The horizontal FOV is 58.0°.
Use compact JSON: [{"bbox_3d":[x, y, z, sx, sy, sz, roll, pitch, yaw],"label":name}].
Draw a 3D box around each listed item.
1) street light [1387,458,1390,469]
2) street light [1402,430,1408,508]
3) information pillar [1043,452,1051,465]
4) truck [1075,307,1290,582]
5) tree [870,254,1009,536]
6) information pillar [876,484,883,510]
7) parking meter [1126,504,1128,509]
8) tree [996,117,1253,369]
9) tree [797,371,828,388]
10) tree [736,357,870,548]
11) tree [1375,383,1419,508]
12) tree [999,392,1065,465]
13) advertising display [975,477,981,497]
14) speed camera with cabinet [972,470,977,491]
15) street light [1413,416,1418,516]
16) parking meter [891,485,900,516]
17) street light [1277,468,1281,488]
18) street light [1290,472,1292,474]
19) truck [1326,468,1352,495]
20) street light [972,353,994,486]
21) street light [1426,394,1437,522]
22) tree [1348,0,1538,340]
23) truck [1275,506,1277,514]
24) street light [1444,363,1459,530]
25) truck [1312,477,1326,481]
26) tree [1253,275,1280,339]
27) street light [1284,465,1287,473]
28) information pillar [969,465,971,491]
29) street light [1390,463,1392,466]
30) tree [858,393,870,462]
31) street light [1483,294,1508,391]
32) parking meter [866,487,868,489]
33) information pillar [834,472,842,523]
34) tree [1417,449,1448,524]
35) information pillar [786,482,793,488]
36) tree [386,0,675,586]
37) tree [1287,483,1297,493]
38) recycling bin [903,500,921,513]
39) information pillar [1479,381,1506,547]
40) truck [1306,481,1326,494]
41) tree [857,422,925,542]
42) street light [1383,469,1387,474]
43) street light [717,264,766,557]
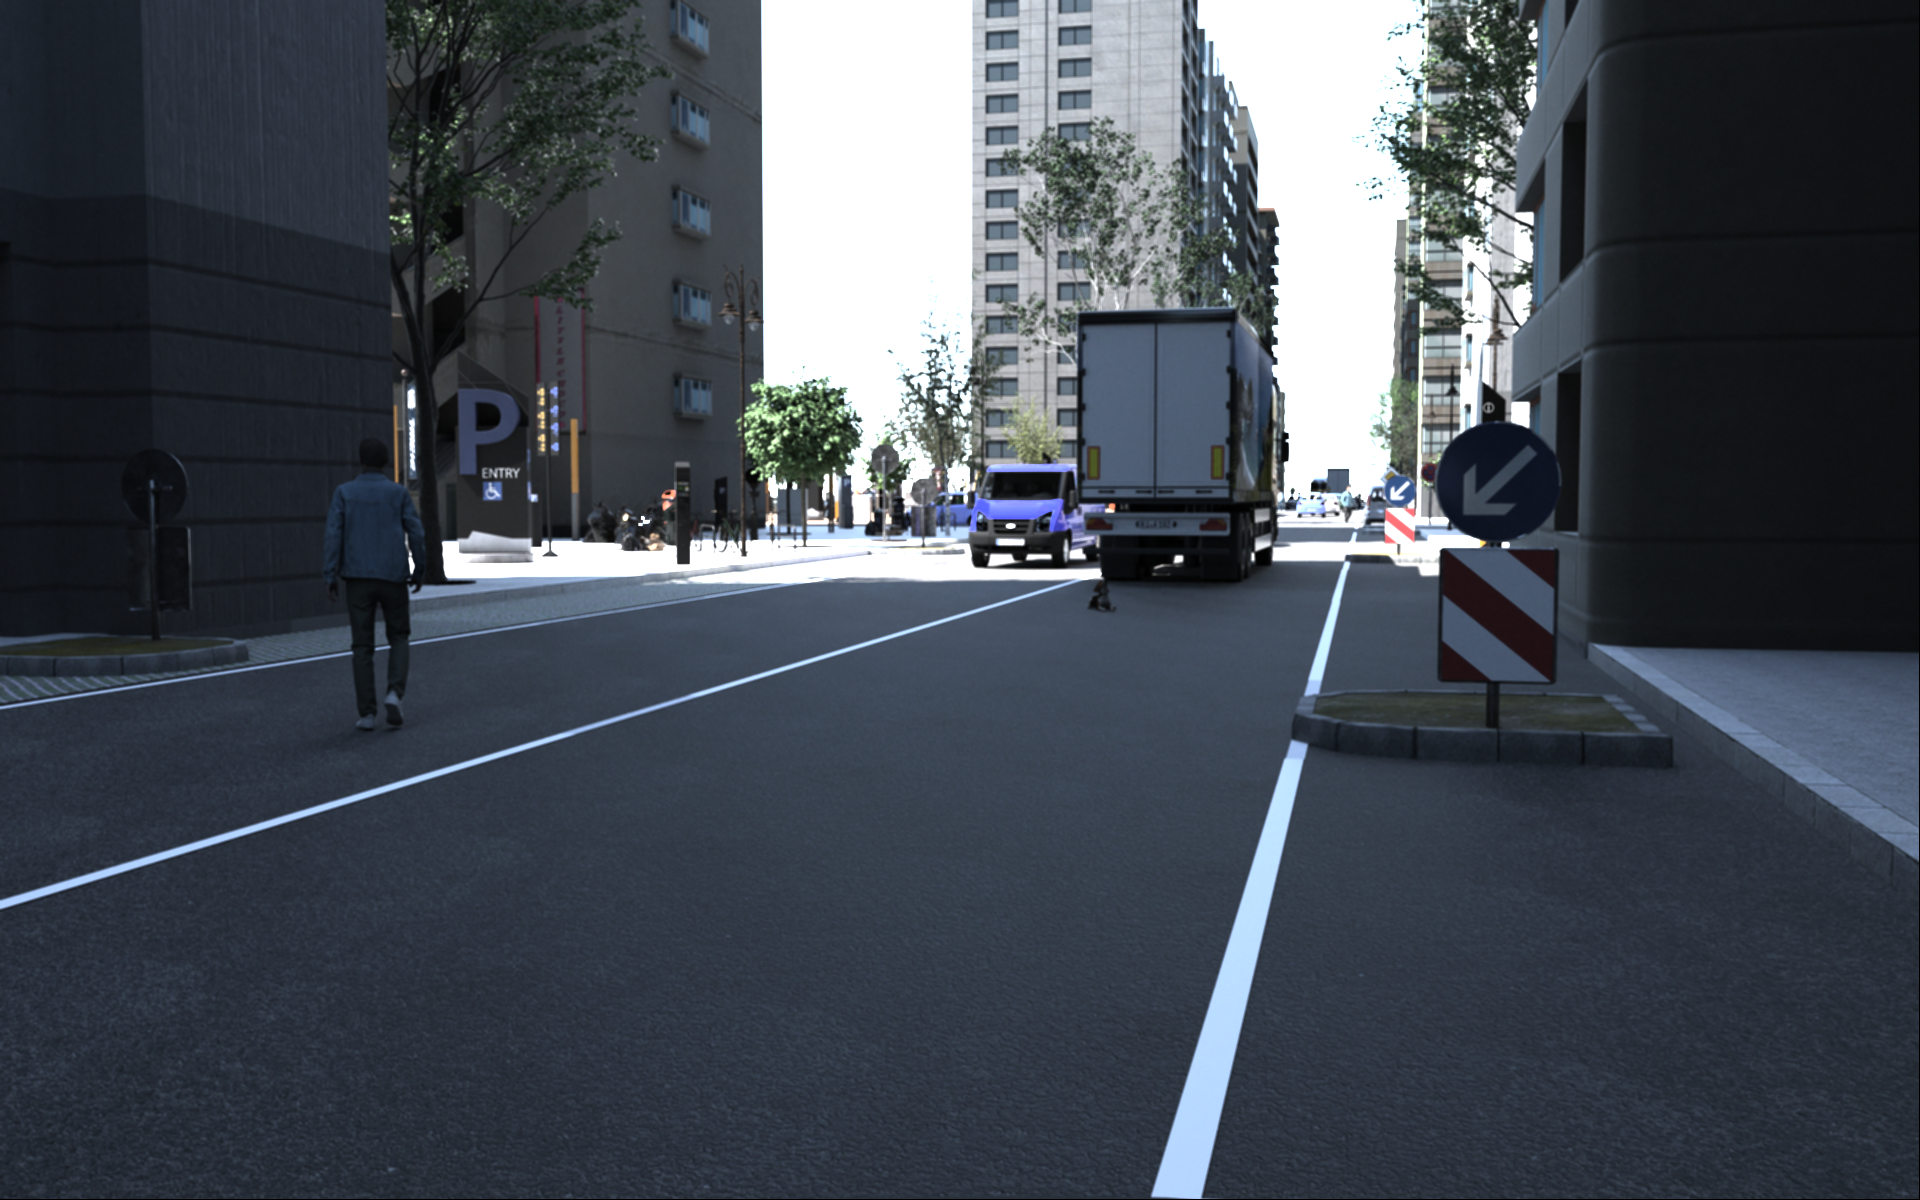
[{"bbox_3d":[48.937,-13.668,196.252,0.468,5.910,1.993,1,4,13],"label":"street light"},{"bbox_3d":[31.399,-9.111,121.752,0.468,5.910,1.993,1,4,13],"label":"street light"},{"bbox_3d":[4.710,-6.290,94.200,0.504,3.616,0.183,1,4,8],"label":"information pillar"},{"bbox_3d":[4.324,-2.617,31.705,2.839,4.237,11.283,1,4,14],"label":"truck"},{"bbox_3d":[-0.388,-6.276,52.969,4.360,8.622,3.978,0,3,0],"label":"tree"},{"bbox_3d":[-3.946,-4.932,85.127,0.304,2.012,0.304,-2,4,-27],"label":"information pillar"},{"bbox_3d":[14.300,-8.687,147.738,0.255,1.863,0.399,1,4,17],"label":"parking meter"},{"bbox_3d":[7.758,-14.021,85.133,12.611,20.169,13.585,0,3,0],"label":"tree"},{"bbox_3d":[-8.745,-9.340,103.063,4.737,8.622,4.395,0,3,0],"label":"tree"},{"bbox_3d":[-3.762,-3.548,41.719,4.285,4.588,4.351,0,3,0],"label":"tree"},{"bbox_3d":[28.918,-9.837,111.202,4.360,8.622,3.978,0,3,0],"label":"tree"},{"bbox_3d":[4.903,-10.679,124.960,4.737,8.622,4.395,0,3,0],"label":"tree"},{"bbox_3d":[1.151,-4.246,74.629,0.974,1.923,0.123,0,4,7],"label":"advertising display"},{"bbox_3d":[1.989,-8.868,139.326,2.038,3.252,0.660,0,4,3],"label":"speed camera with cabinet"},{"bbox_3d":[26.526,-7.821,100.653,0.468,5.910,1.993,1,4,13],"label":"street light"},{"bbox_3d":[-3.022,-4.610,81.092,0.399,1.863,0.255,1,4,18],"label":"parking meter"},{"bbox_3d":[46.120,-16.984,250.480,0.468,5.910,1.993,1,4,13],"label":"street light"},{"bbox_3d":[55.793,-19.524,292.009,0.468,5.910,1.993,1,4,13],"label":"street light"},{"bbox_3d":[41.495,-12.287,189.808,2.839,4.237,11.283,1,4,13],"label":"truck"},{"bbox_3d":[0.742,-5.141,56.849,0.468,5.910,1.993,1,4,13],"label":"street light"},{"bbox_3d":[21.669,-6.541,79.727,0.468,5.910,1.993,1,4,13],"label":"street light"},{"bbox_3d":[9.985,-6.269,28.246,9.928,11.665,9.643,0,3,0],"label":"tree"},{"bbox_3d":[19.728,-7.698,115.618,2.967,4.110,18.799,1,4,12],"label":"truck"},{"bbox_3d":[17.423,-5.423,61.460,0.468,5.910,1.993,1,4,13],"label":"street light"},{"bbox_3d":[57.516,-17.488,275.681,2.967,4.110,18.799,1,4,13],"label":"truck"},{"bbox_3d":[17.731,-17.115,135.716,12.611,20.169,13.585,0,3,0],"label":"tree"},{"bbox_3d":[50.908,-18.251,271.196,0.468,5.910,1.993,1,4,13],"label":"street light"},{"bbox_3d":[0.776,-8.543,131.033,0.183,3.616,0.504,1,4,9],"label":"information pillar"},{"bbox_3d":[43.958,-12.355,174.793,0.468,5.910,1.993,1,4,13],"label":"street light"},{"bbox_3d":[-5.628,-10.574,123.243,4.360,8.622,3.978,0,3,0],"label":"tree"},{"bbox_3d":[12.413,-4.127,40.263,0.468,5.910,1.993,1,4,13],"label":"street light"},{"bbox_3d":[-7.598,-8.414,143.281,0.399,1.863,0.255,-3,5,-41],"label":"parking meter"},{"bbox_3d":[-5.307,-5.218,76.669,0.504,3.616,0.183,0,4,5],"label":"information pillar"},{"bbox_3d":[20.650,-4.922,75.077,1.663,3.219,1.824,0,3,0],"label":"tree"},{"bbox_3d":[-8.925,-5.272,90.685,0.304,2.012,0.304,-2,4,-35],"label":"information pillar"},{"bbox_3d":[-7.657,-6.032,24.379,9.928,11.665,9.643,0,3,0],"label":"tree"},{"bbox_3d":[58.107,-18.826,302.401,1.663,3.219,1.824,0,3,0],"label":"tree"},{"bbox_3d":[-2.178,-4.061,78.954,0.722,1.027,0.722,0,4,6],"label":"recycling bin"},{"bbox_3d":[10.972,-2.715,35.745,0.504,3.616,0.183,1,4,14],"label":"information pillar"},{"bbox_3d":[53.567,-16.037,258.120,3.469,3.379,9.791,1,4,15],"label":"truck"},{"bbox_3d":[-2.033,-3.170,46.425,1.663,3.219,1.824,0,3,0],"label":"tree"},{"bbox_3d":[58.024,-16.036,234.972,0.468,5.910,1.993,1,4,13],"label":"street light"},{"bbox_3d":[-4.384,-3.802,34.942,0.468,5.910,1.993,1,4,13],"label":"street light"}]
